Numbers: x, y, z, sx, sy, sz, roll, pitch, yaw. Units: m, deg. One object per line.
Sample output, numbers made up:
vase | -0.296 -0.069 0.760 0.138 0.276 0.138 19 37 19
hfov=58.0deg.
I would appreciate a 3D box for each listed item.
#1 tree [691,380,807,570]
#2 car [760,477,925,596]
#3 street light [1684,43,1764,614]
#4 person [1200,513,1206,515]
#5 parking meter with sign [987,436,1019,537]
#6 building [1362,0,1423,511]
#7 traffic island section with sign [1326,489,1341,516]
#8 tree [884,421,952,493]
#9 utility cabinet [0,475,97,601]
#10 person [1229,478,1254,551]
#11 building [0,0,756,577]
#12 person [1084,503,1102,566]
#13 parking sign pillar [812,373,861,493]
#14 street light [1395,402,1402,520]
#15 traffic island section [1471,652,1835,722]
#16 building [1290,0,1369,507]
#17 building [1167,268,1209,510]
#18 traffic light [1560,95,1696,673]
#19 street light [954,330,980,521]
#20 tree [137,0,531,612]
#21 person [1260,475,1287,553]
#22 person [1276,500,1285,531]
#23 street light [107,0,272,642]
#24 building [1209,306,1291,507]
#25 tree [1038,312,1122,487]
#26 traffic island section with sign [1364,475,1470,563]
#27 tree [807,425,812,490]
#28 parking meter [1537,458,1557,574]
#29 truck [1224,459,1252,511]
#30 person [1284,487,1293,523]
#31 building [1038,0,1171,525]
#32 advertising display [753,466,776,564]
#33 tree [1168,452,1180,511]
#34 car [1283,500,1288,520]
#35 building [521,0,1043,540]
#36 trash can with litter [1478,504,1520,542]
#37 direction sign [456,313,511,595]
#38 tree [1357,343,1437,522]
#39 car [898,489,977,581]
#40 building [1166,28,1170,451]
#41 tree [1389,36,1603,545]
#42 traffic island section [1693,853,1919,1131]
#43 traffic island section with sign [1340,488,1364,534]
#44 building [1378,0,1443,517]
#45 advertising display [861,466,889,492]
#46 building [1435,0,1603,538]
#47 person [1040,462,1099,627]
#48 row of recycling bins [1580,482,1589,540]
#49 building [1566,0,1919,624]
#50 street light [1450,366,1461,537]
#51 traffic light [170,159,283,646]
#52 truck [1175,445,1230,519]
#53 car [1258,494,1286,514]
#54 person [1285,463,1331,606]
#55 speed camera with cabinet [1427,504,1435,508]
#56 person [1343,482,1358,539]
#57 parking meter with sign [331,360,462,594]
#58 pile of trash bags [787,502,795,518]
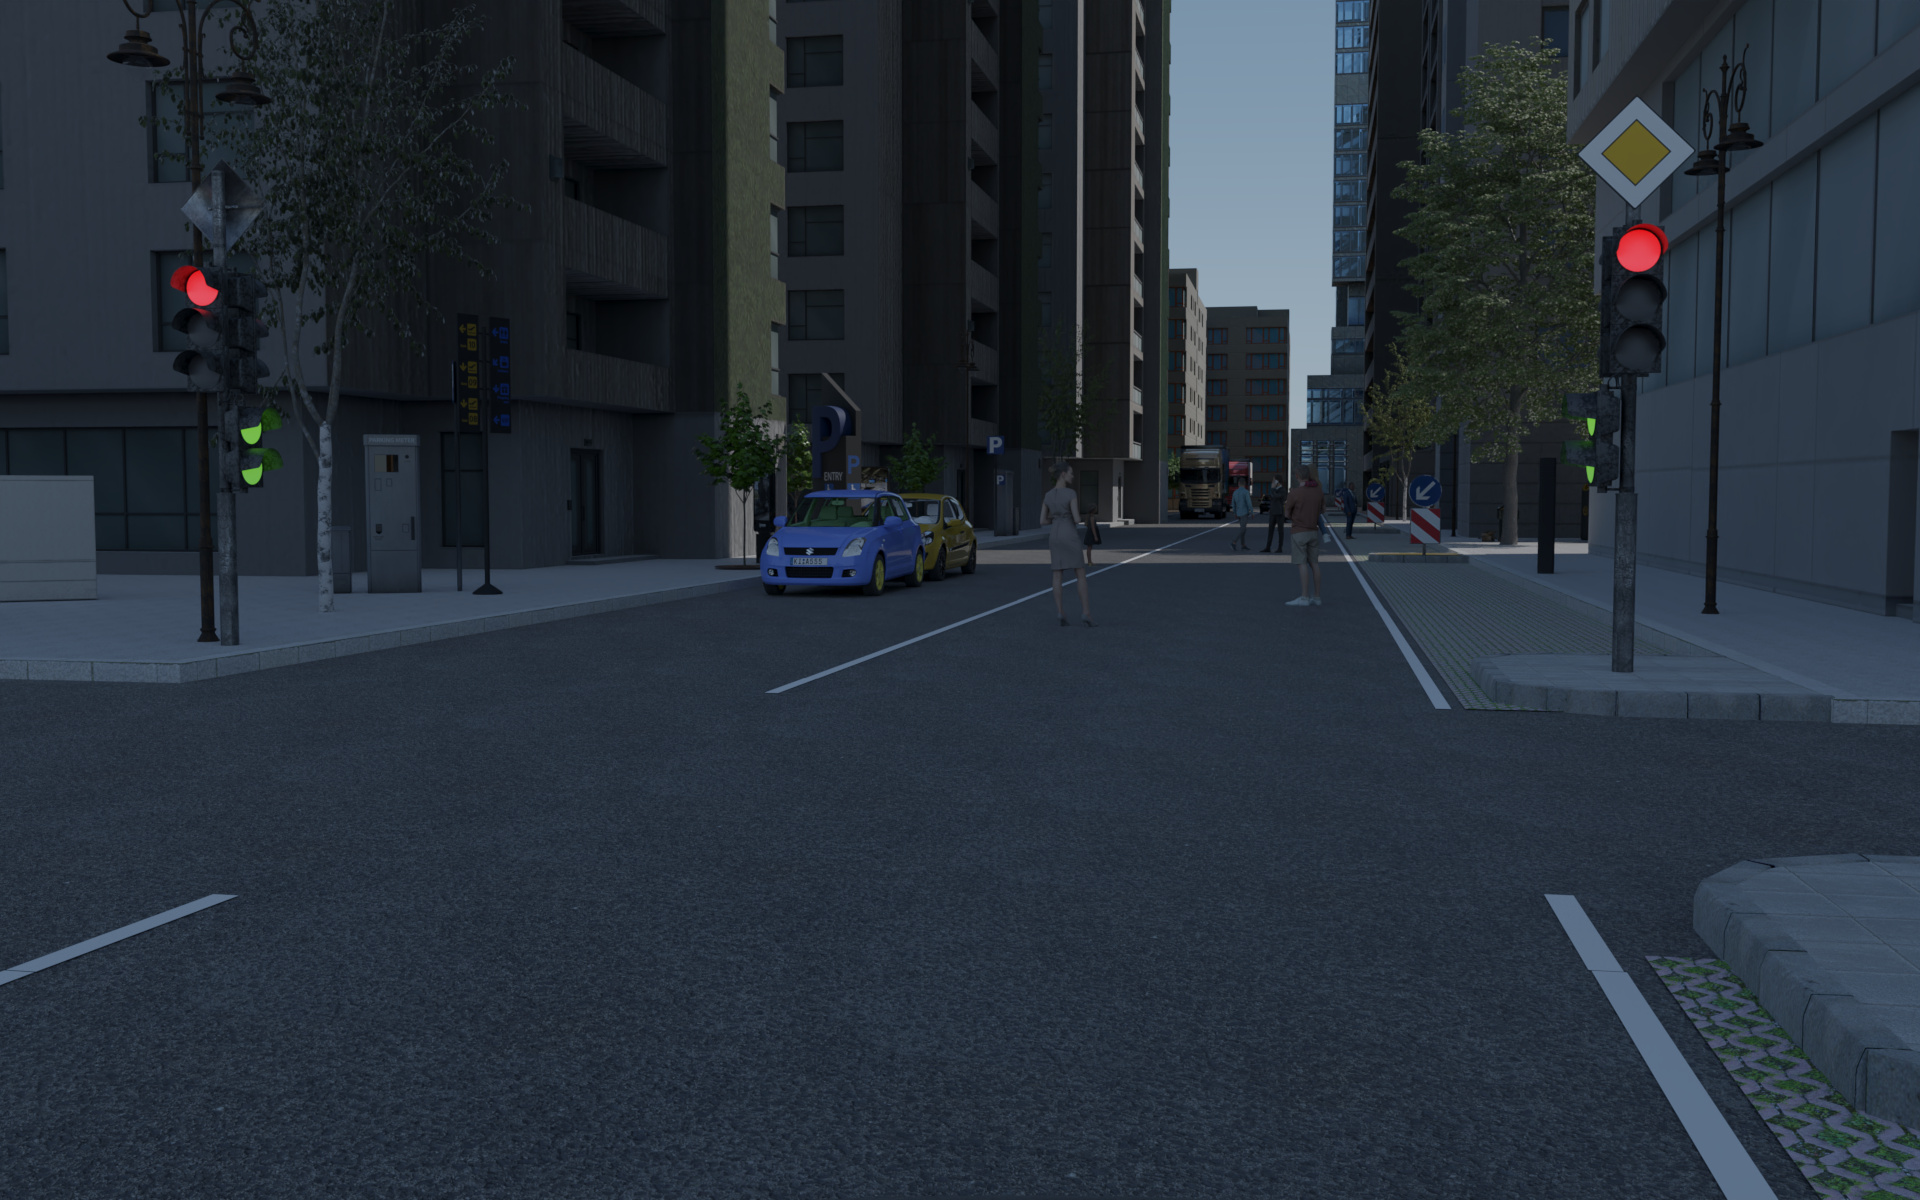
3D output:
tree | -3.829 -2.144 29.649 1.663 3.219 1.824 0 3 0
car | -1.692 -0.977 25.559 1.945 1.707 3.694 1 4 12
street light | 8.044 -2.789 18.392 0.468 5.910 1.993 1 4 11
person | 16.485 -6.667 117.959 0.568 1.767 0.683 -3 4 -36
parking meter with sign | 1.352 -3.457 52.780 0.543 3.016 1.738 1 4 19
building | 39.062 -30.256 118.386 21.300 48.544 21.600 1 4 11
traffic island section with sign | 24.894 -6.339 112.264 1.989 1.847 2.006 1 4 11
tree | -1.275 -3.155 46.194 1.663 3.219 1.824 0 3 0
utility cabinet | -11.009 -0.738 20.738 1.173 1.500 0.318 -2 4 -27
person | 7.047 -2.158 43.641 0.748 1.841 0.638 -1 4 -23
building | -12.099 -15.947 32.441 14.160 30.474 14.107 1 4 11
person | 2.638 -1.296 34.367 0.373 1.253 0.362 0 4 0
parking sign pillar | -2.715 -3.032 38.051 1.447 3.967 1.447 -3 5 -39
street light | 21.581 -6.883 85.317 0.468 5.910 1.993 1 4 11
traffic island section | 4.805 0.598 12.503 2.009 0.180 2.903 1 4 11
building | 49.802 -52.766 175.395 31.000 86.520 22.319 1 4 11
building | 6.239 -18.784 152.153 28.899 21.520 27.650 1 4 11
traffic light | 4.767 -1.436 12.397 0.839 4.253 0.868 1 4 11
street light | 0.209 -4.653 48.858 0.468 5.910 1.993 1 4 11
tree | -6.875 -4.188 18.839 4.360 8.622 3.978 0 3 0
person | 7.689 -2.108 42.328 0.474 1.900 0.648 -2 4 -27
person | 12.383 -3.601 67.712 0.374 1.781 0.599 -2 4 -35
street light | -6.542 -2.576 14.898 0.468 5.910 1.993 1 4 11
building | 20.352 -20.784 184.854 28.899 21.520 27.650 1 4 11
tree | 4.321 -7.386 71.131 4.737 8.622 4.395 0 3 0
traffic island section with sign | 9.680 -1.714 36.649 1.989 1.847 2.006 1 4 11
tree | -3.786 -2.829 40.859 1.663 3.219 1.824 0 3 0
parking meter | 9.477 -1.362 27.972 0.255 1.863 0.399 1 4 17
truck | 22.445 -9.312 141.169 2.839 4.237 11.283 1 4 11
person | 16.498 -4.720 86.077 0.834 1.777 0.661 2 4 25
building | 2.289 -24.315 81.149 14.154 41.232 14.086 1 4 11
advertising display | -3.578 -1.619 31.681 0.123 1.923 0.974 -2 4 -24
tree | 16.357 -9.129 132.979 4.285 4.588 4.351 0 3 0
car | 18.935 -5.285 96.634 2.015 1.641 3.980 1 4 13
building | -5.154 -17.578 59.096 14.160 30.474 14.107 1 4 11
trash can with litter | 14.428 -2.141 46.396 1.055 1.170 0.624 2 4 34
direction sign | -6.053 -1.840 22.086 0.379 3.537 0.876 2 4 32
tree | 20.719 -7.973 80.727 4.737 8.622 4.395 0 3 0
car | -0.855 -1.200 29.844 2.015 1.641 3.980 1 4 12
building | 7.411 -28.957 123.564 14.600 45.320 14.200 1 4 11
tree | 14.320 -7.678 43.663 7.486 12.596 7.792 0 3 0
traffic island section | 3.229 1.077 4.675 2.009 0.180 2.903 1 4 11
traffic island section with sign | 14.996 -3.330 63.077 1.989 1.847 2.006 1 4 11
building | 34.813 -40.275 96.754 20.563 71.187 20.611 1 4 11
advertising display | -2.130 -2.147 40.315 0.974 1.923 0.123 0 4 6
building | 27.981 -31.725 60.704 21.231 58.520 28.212 1 4 11
person | 1.183 -0.607 18.768 0.599 1.781 0.374 3 5 39
row of recycling bins | 17.394 -2.423 46.730 1.069 1.692 3.534 1 4 15
building | 22.845 -26.335 19.817 27.495 52.752 28.713 1 4 11
street light | 14.867 -4.844 51.993 0.468 5.910 1.993 1 4 11
traffic light | -6.179 -1.569 14.575 0.839 4.253 0.868 1 4 11
truck | 14.285 -6.869 101.229 2.839 4.237 11.283 1 4 11
car | 22.301 -6.976 123.848 2.009 1.686 4.222 1 4 10
person | 4.488 -0.849 22.356 0.573 1.828 0.580 1 4 17
speed camera with cabinet | 23.577 -5.470 83.766 2.038 3.252 0.660 0 4 4
person | 12.386 -2.832 54.983 0.419 1.800 0.721 3 4 38
parking meter with sign | -7.388 -1.606 22.518 1.738 3.016 0.543 -1 4 -18
pile of trash bags | -5.268 -2.238 46.343 3.447 1.369 1.912 -3 5 -41
